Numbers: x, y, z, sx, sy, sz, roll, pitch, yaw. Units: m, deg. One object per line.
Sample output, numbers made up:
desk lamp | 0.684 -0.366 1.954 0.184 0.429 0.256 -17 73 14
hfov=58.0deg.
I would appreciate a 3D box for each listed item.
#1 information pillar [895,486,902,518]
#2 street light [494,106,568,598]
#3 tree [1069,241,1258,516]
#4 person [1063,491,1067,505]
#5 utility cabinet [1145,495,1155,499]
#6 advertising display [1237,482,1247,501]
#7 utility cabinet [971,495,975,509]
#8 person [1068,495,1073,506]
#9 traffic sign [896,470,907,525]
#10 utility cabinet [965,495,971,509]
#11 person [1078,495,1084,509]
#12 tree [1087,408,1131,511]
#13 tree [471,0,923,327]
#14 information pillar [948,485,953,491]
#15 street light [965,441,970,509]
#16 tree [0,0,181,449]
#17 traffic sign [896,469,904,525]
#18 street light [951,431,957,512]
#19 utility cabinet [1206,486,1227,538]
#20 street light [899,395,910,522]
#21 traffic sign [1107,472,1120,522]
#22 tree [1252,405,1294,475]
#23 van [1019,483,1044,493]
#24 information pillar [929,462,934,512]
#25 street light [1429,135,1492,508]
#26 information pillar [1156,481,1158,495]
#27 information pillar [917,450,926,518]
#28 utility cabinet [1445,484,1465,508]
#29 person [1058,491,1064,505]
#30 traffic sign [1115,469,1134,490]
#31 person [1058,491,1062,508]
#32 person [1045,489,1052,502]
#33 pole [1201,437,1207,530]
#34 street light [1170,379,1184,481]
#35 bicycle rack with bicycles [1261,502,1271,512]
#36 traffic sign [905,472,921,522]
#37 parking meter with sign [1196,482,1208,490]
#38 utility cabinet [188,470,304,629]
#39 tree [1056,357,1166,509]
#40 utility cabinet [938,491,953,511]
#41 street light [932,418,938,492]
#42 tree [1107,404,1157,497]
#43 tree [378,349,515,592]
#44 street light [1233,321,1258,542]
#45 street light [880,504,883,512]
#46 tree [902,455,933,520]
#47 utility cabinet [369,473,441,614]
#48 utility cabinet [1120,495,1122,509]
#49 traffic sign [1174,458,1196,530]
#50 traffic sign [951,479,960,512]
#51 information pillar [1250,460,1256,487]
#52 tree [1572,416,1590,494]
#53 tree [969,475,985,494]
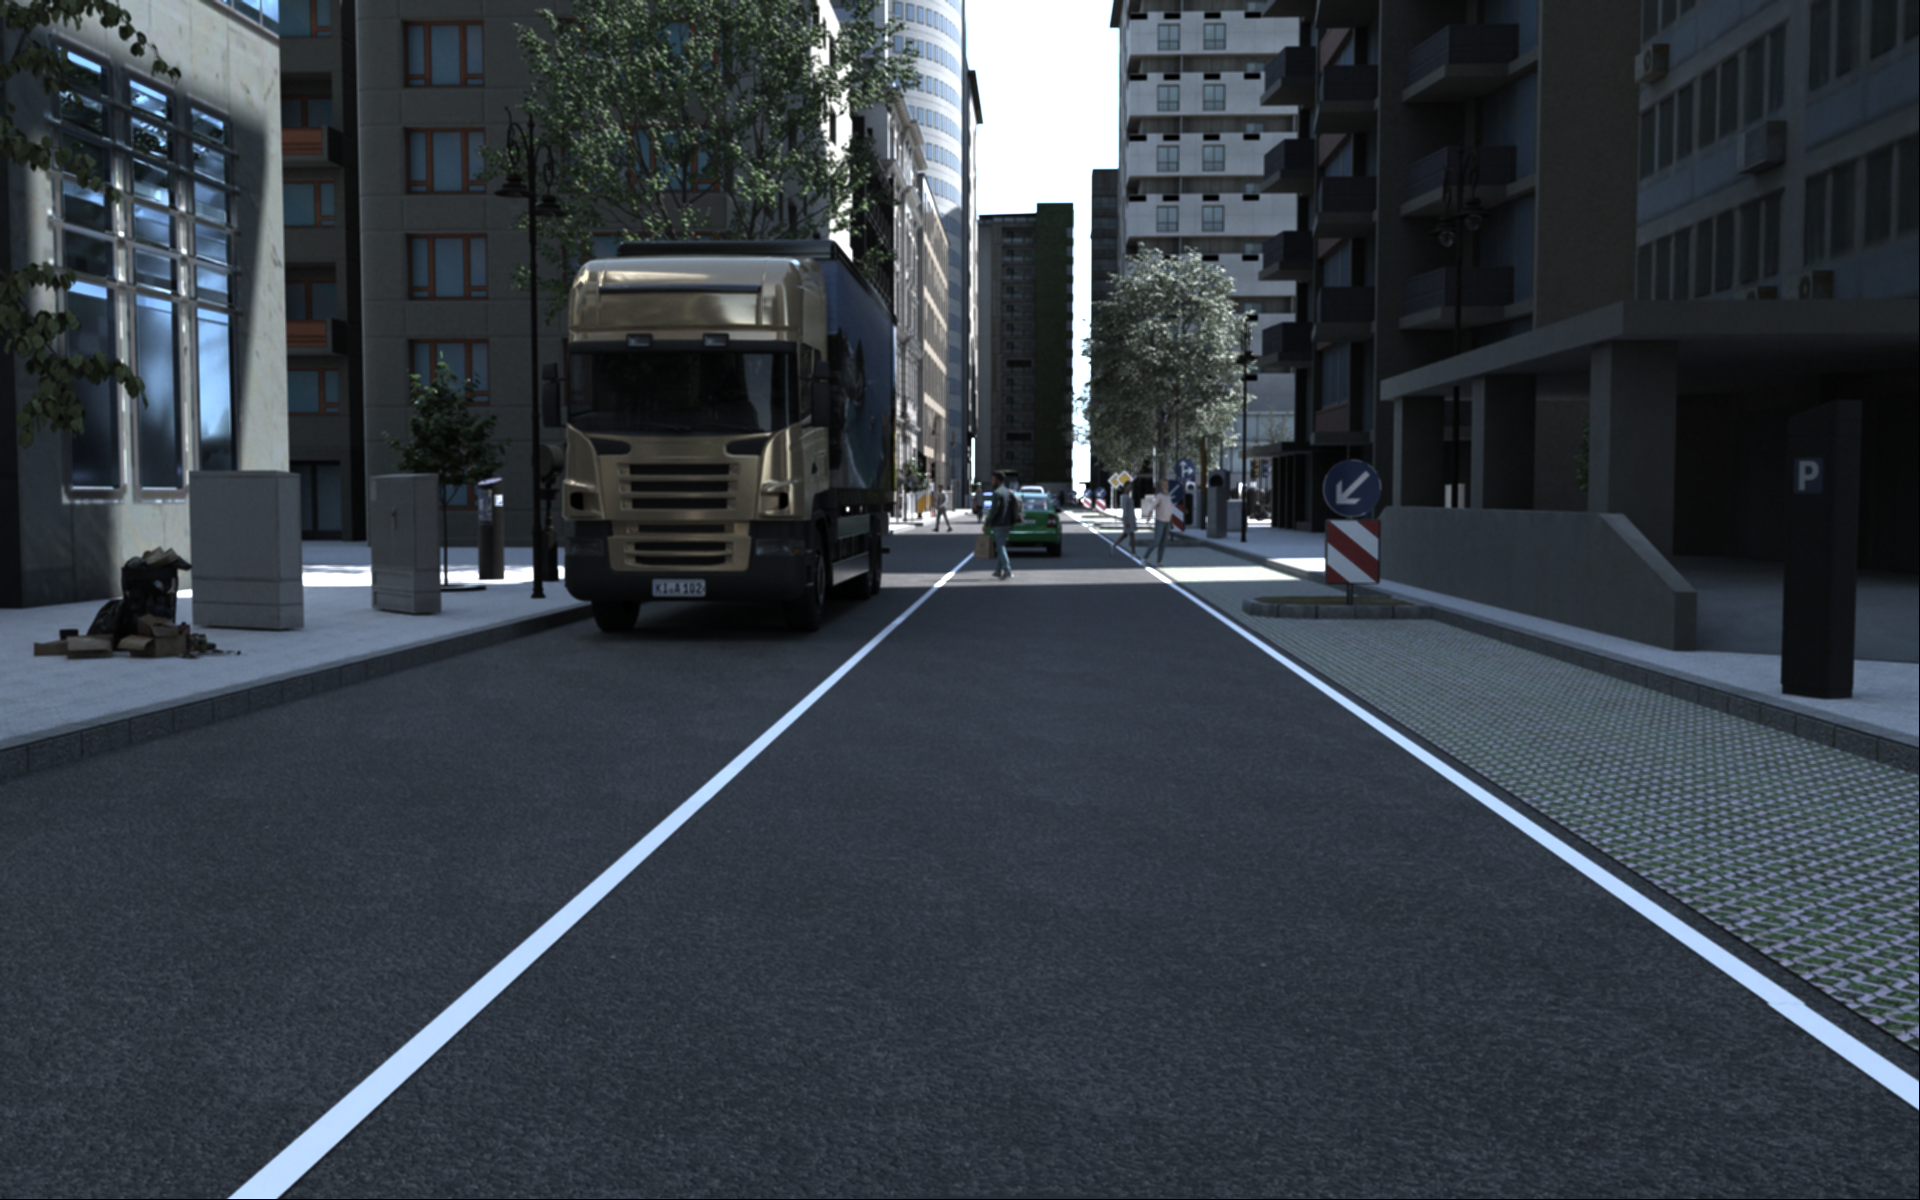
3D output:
information pillar | -3.329 -5.471 93.947 0.304 2.012 0.304 2 4 31
street light | -5.211 -2.962 21.216 0.468 5.910 1.993 0 4 3
tree | 10.492 -11.125 88.542 9.857 13.997 8.962 0 3 0
person | 13.527 -13.338 226.560 1.348 1.826 0.705 2 4 23
utility cabinet | 13.215 -6.647 119.841 0.306 1.237 1.020 -3 4 -37
advertising display | 15.421 -5.479 94.790 0.123 1.923 0.974 3 4 36
utility cabinet | 1.058 -8.677 153.038 0.306 1.237 1.020 1 4 19
person | 12.886 -11.518 200.038 0.991 1.433 0.599 2 4 25
traffic sign | -2.542 -4.115 70.923 0.795 2.450 0.064 0 4 3
utility cabinet | 0.587 -8.603 151.826 0.306 1.237 1.020 0 4 3
person | 11.634 -9.400 165.381 0.799 1.438 0.628 0 4 5
tree | 11.959 -11.210 133.642 4.737 8.622 4.395 0 3 0
tree | -4.825 -6.503 32.077 9.928 11.665 9.643 0 3 0
information pillar | -0.803 -8.301 140.220 0.304 2.012 0.304 2 4 35
street light | 0.662 -10.812 149.556 0.468 5.910 1.993 0 4 3
tree | -5.828 -3.604 9.283 4.737 8.622 4.395 0 3 0
traffic sign | -2.583 -4.217 71.074 0.606 2.300 0.079 1 4 11
street light | -0.467 -9.394 126.383 0.468 5.910 1.993 0 4 3
utility cabinet | 7.515 -2.571 50.714 0.318 1.500 1.173 2 4 24
street light | -2.534 -6.557 79.992 0.468 5.910 1.993 0 4 3
traffic sign | 7.059 -4.576 78.456 0.795 2.450 0.064 0 4 3
tree | 26.166 -11.768 142.772 4.360 8.622 3.978 0 3 0
van | 3.996 -5.490 96.772 2.013 2.044 4.112 0 4 3
information pillar | -1.950 -7.985 121.915 0.504 3.616 0.183 -1 4 -16
street light | 6.554 -3.061 22.843 0.468 5.910 1.993 0 4 3
information pillar | 11.463 -5.837 99.932 0.304 2.012 0.304 -3 5 -42
information pillar | -2.028 -6.091 90.941 0.504 3.616 0.183 0 4 -5
utility cabinet | 10.619 -1.747 37.240 0.318 1.500 1.173 1 4 22
person | 12.874 -12.910 219.583 0.705 1.823 1.348 3 4 37
traffic sign | 6.691 -4.088 70.479 0.795 2.450 0.064 0 4 3
person | 9.994 -10.072 173.631 0.568 1.767 0.683 -1 4 -15
person | 6.472 -7.304 127.943 0.581 1.822 0.654 1 4 11
pole | 8.787 -4.194 62.419 0.158 3.312 0.155 0 3 0
street light | 8.709 -5.914 69.480 0.468 5.910 1.993 0 4 3
bicycle rack with bicycles | 19.500 -6.145 113.852 2.925 0.926 2.852 0 4 5
traffic sign | -2.175 -4.603 78.900 0.795 2.450 0.064 0 4 3
parking meter with sign | 15.497 -7.014 110.946 1.738 3.016 0.543 3 5 41
utility cabinet | -6.794 -0.478 16.502 1.173 1.500 0.318 2 4 27
tree | 13.200 -14.525 147.858 12.009 13.543 11.850 0 3 0
utility cabinet | -1.072 -7.432 130.188 1.173 1.500 0.318 0 4 6
street light | -1.501 -7.974 103.170 0.468 5.910 1.993 0 4 3
tree | 12.035 -10.480 121.711 4.360 8.622 3.978 0 3 0
tree | -6.959 -1.736 22.991 1.663 3.219 1.824 0 3 0
street light | 7.609 -4.497 46.306 0.468 5.910 1.993 0 4 3
street light | -3.072 -5.816 67.876 0.468 5.910 1.993 0 4 3
tree | -2.363 -5.489 84.339 1.663 3.219 1.824 0 3 0
utility cabinet | -6.028 -0.617 18.767 0.318 1.500 1.173 -3 5 -40
utility cabinet | 14.143 -8.589 151.588 0.306 1.237 1.020 0 4 4
traffic sign | 7.978 -3.757 61.531 0.768 2.556 0.104 0 4 7
traffic sign | -0.327 -7.237 120.448 0.606 2.300 0.079 0 4 7
information pillar | 19.853 -7.708 117.376 0.183 3.616 0.504 -2 4 -33
tree | 13.525 -2.585 36.874 1.663 3.219 1.824 0 3 0
tree | 1.566 -11.001 174.471 1.663 3.219 1.824 0 3 0
